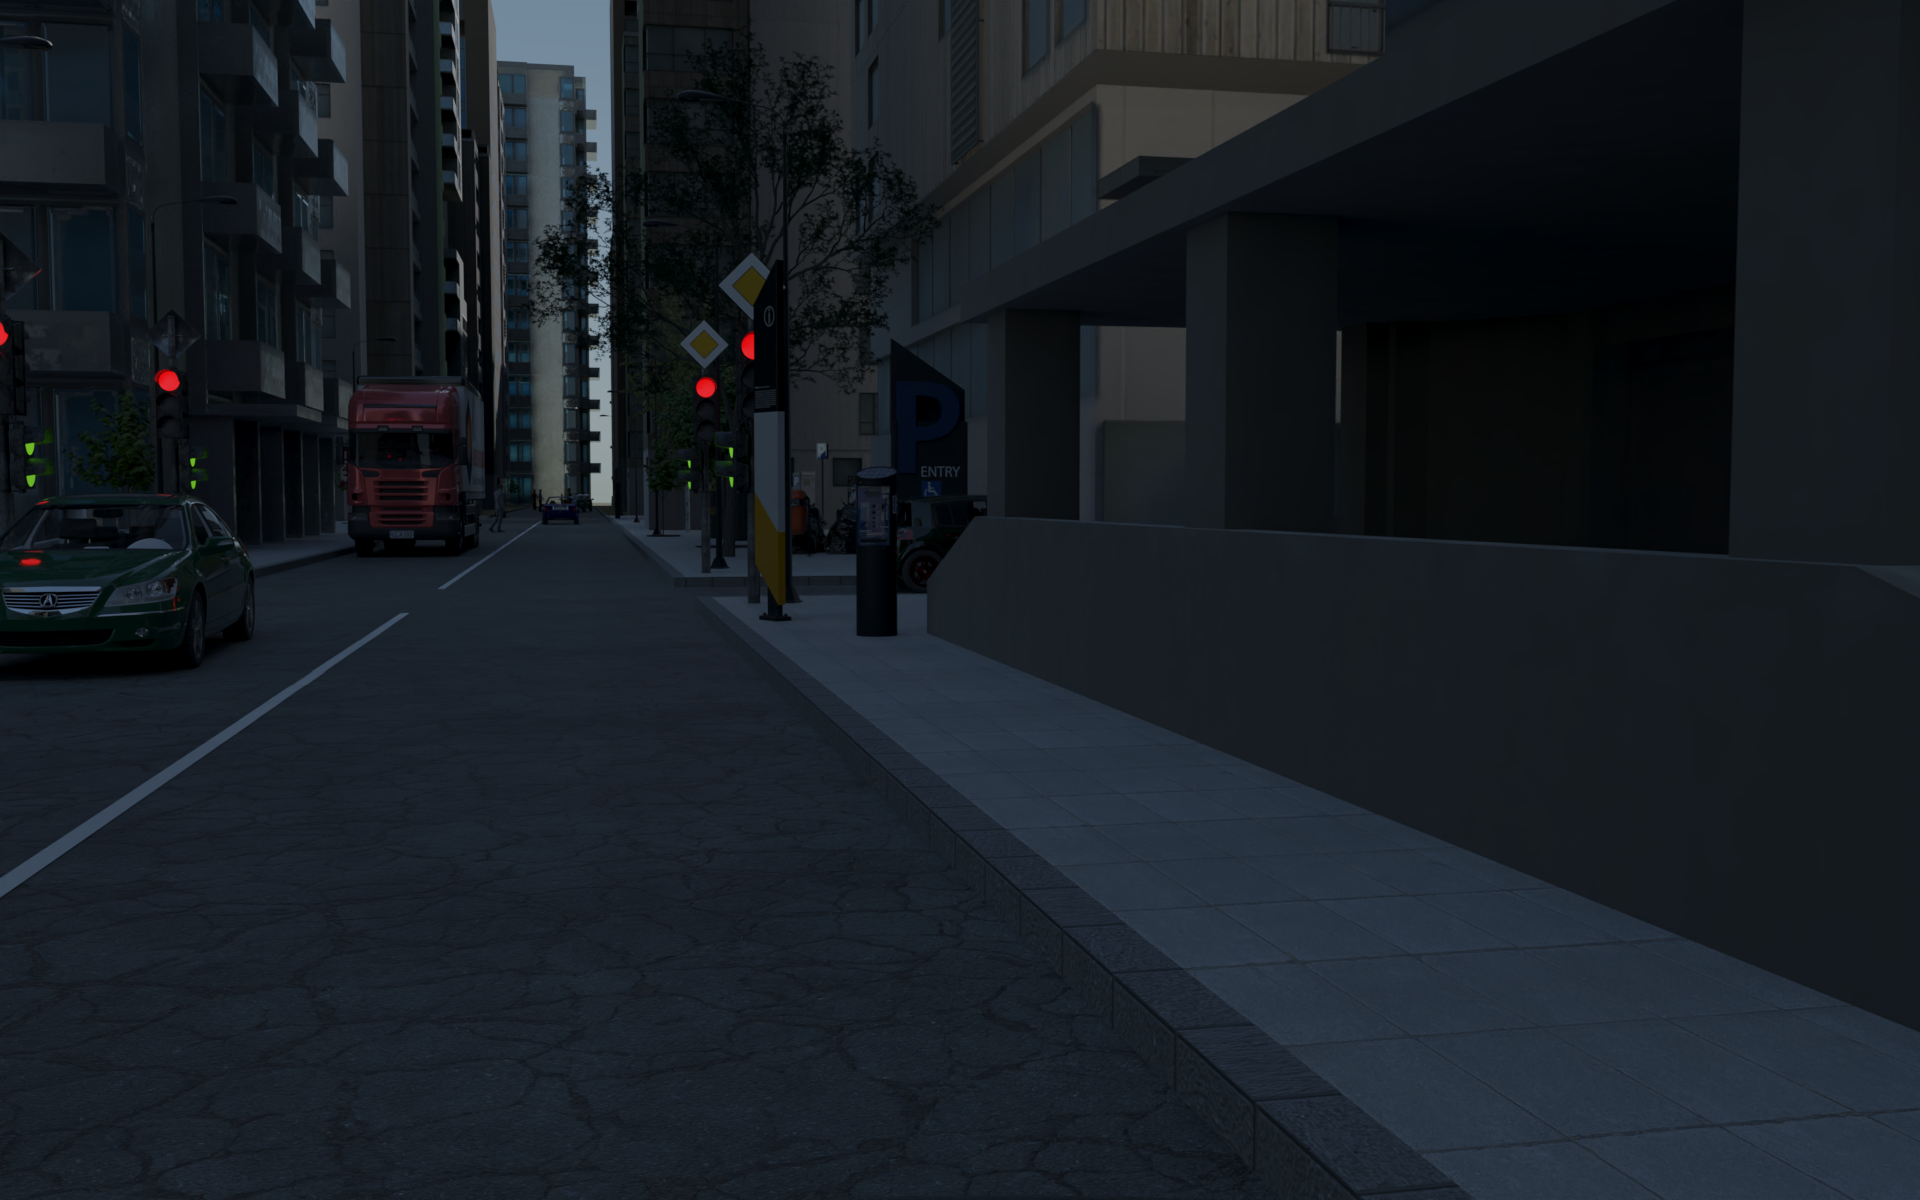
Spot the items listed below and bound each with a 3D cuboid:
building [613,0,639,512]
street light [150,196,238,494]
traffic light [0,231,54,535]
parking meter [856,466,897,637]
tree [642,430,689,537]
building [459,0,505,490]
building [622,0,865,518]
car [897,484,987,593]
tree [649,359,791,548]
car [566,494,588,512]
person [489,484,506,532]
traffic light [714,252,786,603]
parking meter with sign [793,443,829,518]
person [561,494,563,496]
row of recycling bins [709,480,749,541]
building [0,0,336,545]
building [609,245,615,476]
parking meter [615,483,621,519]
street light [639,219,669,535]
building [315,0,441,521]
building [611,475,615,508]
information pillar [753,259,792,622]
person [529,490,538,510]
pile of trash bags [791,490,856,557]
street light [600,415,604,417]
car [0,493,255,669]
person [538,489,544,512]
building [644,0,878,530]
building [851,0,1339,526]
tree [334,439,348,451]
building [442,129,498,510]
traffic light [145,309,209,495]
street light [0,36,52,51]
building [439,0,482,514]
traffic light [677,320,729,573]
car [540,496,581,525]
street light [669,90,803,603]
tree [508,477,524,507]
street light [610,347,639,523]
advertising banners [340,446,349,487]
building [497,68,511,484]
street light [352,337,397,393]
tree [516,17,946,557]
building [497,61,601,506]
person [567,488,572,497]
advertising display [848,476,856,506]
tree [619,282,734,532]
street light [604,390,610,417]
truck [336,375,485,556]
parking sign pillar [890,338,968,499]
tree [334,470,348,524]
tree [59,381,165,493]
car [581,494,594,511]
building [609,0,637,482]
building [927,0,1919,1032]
[{"bbox_3d":[-15.372,-42.190,128.062,20.563,71.187,20.611,-1,4,-12],"label":"building"},{"bbox_3d":[-11.954,-3.333,27.038,1.470,5.913,1.316,-1,4,-12],"label":"street light"},{"bbox_3d":[-10.215,-1.812,18.540,0.839,4.253,0.868,-1,4,-12],"label":"traffic light"},{"bbox_3d":[-0.754,-0.445,15.684,0.372,1.533,0.369,0,3,0],"label":"parking meter"},{"bbox_3d":[-8.975,-3.519,52.130,1.663,3.219,1.824,0,3,0],"label":"tree"},{"bbox_3d":[-47.151,-30.536,149.375,14.600,45.320,14.200,-1,4,-12],"label":"building"},{"bbox_3d":[-14.386,-20.743,110.849,14.160,30.474,14.107,-1,4,-12],"label":"building"},{"bbox_3d":[0.662,-0.993,26.019,4.222,1.686,2.009,-1,4,-12],"label":"car"},{"bbox_3d":[-5.743,-3.547,41.703,4.285,4.588,4.351,0,3,0],"label":"tree"},{"bbox_3d":[-30.352,-7.608,136.185,2.131,1.459,4.920,-1,4,-12],"label":"car"},{"bbox_3d":[-17.385,-3.475,65.433,0.709,1.813,0.853,3,4,39],"label":"person"},{"bbox_3d":[-2.441,-1.916,20.251,0.839,4.253,0.868,-1,4,-12],"label":"traffic light"},{"bbox_3d":[-5.283,-3.808,58.520,1.738,3.016,0.543,-3,5,-43],"label":"parking meter with sign"},{"bbox_3d":[-35.391,-8.692,153.871,0.557,1.426,1.065,-1,4,-14],"label":"person"},{"bbox_3d":[-6.392,-2.556,48.901,1.069,1.692,3.534,-1,4,-18],"label":"row of recycling bins"},{"bbox_3d":[-28.185,-25.888,42.881,23.786,49.044,30.456,-1,4,-12],"label":"building"},{"bbox_3d":[-31.642,-25.716,192.161,14.107,30.474,14.160,-1,4,-12],"label":"building"},{"bbox_3d":[-17.960,-5.206,90.830,0.255,1.863,0.399,-1,4,-17],"label":"parking meter"},{"bbox_3d":[-4.679,-3.488,29.568,1.470,5.913,1.316,-1,4,-12],"label":"street light"},{"bbox_3d":[-33.326,-24.572,85.354,14.154,41.232,14.086,-1,4,-12],"label":"building"},{"bbox_3d":[-17.319,-29.059,166.996,32.217,40.220,23.993,-1,4,-12],"label":"building"},{"bbox_3d":[-1.926,-1.603,17.558,0.183,3.616,0.504,-3,4,-36],"label":"information pillar"},{"bbox_3d":[-37.727,-8.868,153.454,1.348,1.831,0.705,3,5,44],"label":"person"},{"bbox_3d":[-3.015,-1.667,37.004,1.912,1.369,3.447,1,4,13],"label":"pile of trash bags"},{"bbox_3d":[-20.364,-7.884,101.437,1.470,5.913,1.316,-1,4,-12],"label":"street light"},{"bbox_3d":[-7.525,-0.226,15.496,2.131,1.459,4.920,-1,4,-14],"label":"car"},{"bbox_3d":[-33.688,-7.992,139.153,0.705,1.826,1.348,0,4,3],"label":"person"},{"bbox_3d":[-5.608,-18.155,68.531,14.160,30.474,14.107,-1,4,-12],"label":"building"},{"bbox_3d":[12.064,-27.783,43.493,27.495,52.752,28.713,-1,4,-12],"label":"building"},{"bbox_3d":[-22.664,-5.110,67.264,4.285,4.588,4.351,0,3,0],"label":"tree"},{"bbox_3d":[-44.074,-22.268,135.779,14.160,30.474,14.107,-1,4,-12],"label":"building"},{"bbox_3d":[-11.922,-2.289,26.341,0.839,4.253,0.868,-1,4,-12],"label":"traffic light"},{"bbox_3d":[-9.923,-2.759,17.645,1.470,5.913,1.316,-1,4,-12],"label":"street light"},{"bbox_3d":[-42.519,-48.805,110.641,22.319,86.520,31.000,-1,4,-12],"label":"building"},{"bbox_3d":[-4.148,-2.393,28.052,0.839,4.253,0.868,-1,4,-12],"label":"traffic light"},{"bbox_3d":[-19.090,-4.295,82.810,1.945,1.354,3.894,-1,4,-13],"label":"car"},{"bbox_3d":[-2.570,-2.916,20.211,1.470,5.913,1.316,-1,4,-12],"label":"street light"},{"bbox_3d":[-45.306,-11.058,175.398,1.663,3.219,1.824,0,3,0],"label":"tree"},{"bbox_3d":[-9.970,-4.966,53.733,1.470,5.913,1.316,-1,4,-12],"label":"street light"},{"bbox_3d":[-22.136,-4.150,64.040,0.090,3.025,2.074,2,4,34],"label":"advertising banners"},{"bbox_3d":[-50.295,-29.427,164.727,14.086,41.232,14.154,-1,4,-12],"label":"building"},{"bbox_3d":[-17.351,-4.818,51.322,1.470,5.913,1.316,-1,4,-12],"label":"street light"},{"bbox_3d":[-4.705,-6.139,34.783,8.767,10.594,7.601,-1,4,-9],"label":"tree"},{"bbox_3d":[-55.354,-34.922,190.587,30.456,49.044,23.786,-1,4,-12],"label":"building"},{"bbox_3d":[-24.269,-6.045,107.436,0.705,1.812,1.348,-1,4,-20],"label":"person"},{"bbox_3d":[-3.704,-3.425,61.212,0.123,1.923,0.974,-2,4,-30],"label":"advertising display"},{"bbox_3d":[-9.205,-6.577,57.897,4.737,8.622,4.395,0,3,0],"label":"tree"},{"bbox_3d":[-15.058,-6.424,77.567,1.470,5.913,1.316,-1,4,-12],"label":"street light"},{"bbox_3d":[-13.499,-3.333,43.412,2.839,4.237,11.283,-1,4,-12],"label":"truck"},{"bbox_3d":[-0.536,-2.546,30.093,1.447,3.967,1.447,-1,4,-10],"label":"parking sign pillar"},{"bbox_3d":[-26.238,-4.905,74.806,1.663,3.219,1.824,0,3,0],"label":"tree"},{"bbox_3d":[-14.044,-2.128,29.396,1.663,3.219,1.824,0,3,0],"label":"tree"},{"bbox_3d":[-31.503,-8.086,143.996,2.131,1.459,4.920,-1,4,-12],"label":"car"},{"bbox_3d":[-22.132,-30.327,145.959,14.600,45.320,14.200,-1,4,-12],"label":"building"},{"bbox_3d":[16.913,-19.543,11.405,32.217,40.220,23.993,-1,4,-12],"label":"building"}]
